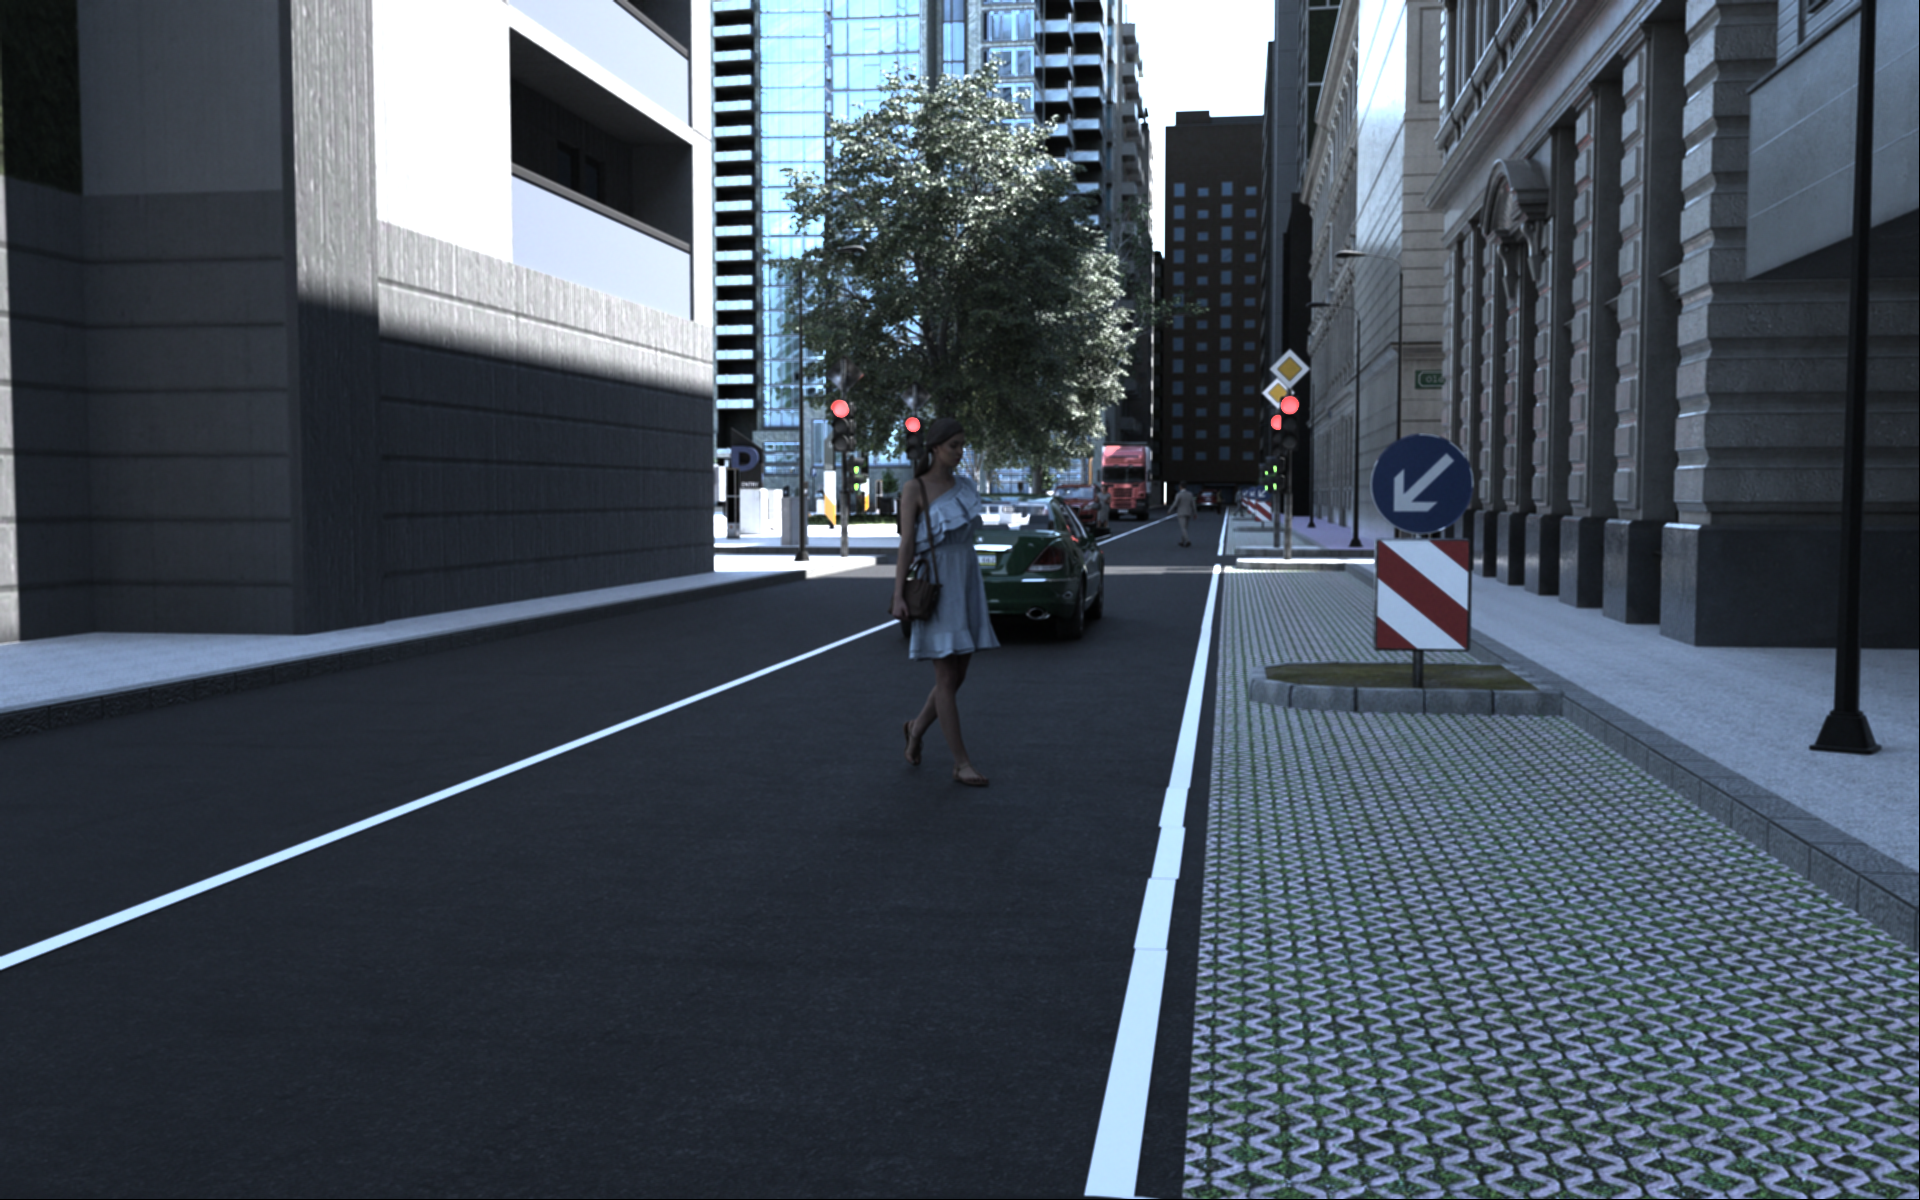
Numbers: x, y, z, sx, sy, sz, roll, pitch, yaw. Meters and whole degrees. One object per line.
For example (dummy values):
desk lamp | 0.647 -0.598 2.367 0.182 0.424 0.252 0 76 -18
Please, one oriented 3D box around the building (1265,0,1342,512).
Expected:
building | 33.530 -42.190 128.057 20.563 71.187 20.611 1 4 9

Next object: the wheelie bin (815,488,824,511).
wheelie bin | -6.920 -4.833 86.931 0.693 1.594 0.980 0 4 3

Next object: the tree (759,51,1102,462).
tree | -0.531 -8.740 49.554 9.857 13.997 8.962 0 3 0

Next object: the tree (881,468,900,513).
tree | -4.980 -7.531 117.727 1.663 3.219 1.824 0 3 0

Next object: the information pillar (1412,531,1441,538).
information pillar | 6.489 -1.198 24.077 0.304 2.012 0.304 3 5 45

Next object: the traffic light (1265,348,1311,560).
traffic light | 6.344 -2.729 33.533 0.839 4.253 0.868 1 4 9

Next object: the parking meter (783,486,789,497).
parking meter | -11.989 -6.956 119.434 0.399 1.863 0.255 1 4 15

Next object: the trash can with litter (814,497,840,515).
trash can with litter | -7.658 -5.369 98.840 2.233 1.210 1.678 1 4 17

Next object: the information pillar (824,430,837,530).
information pillar | -4.709 -4.367 62.750 0.504 3.616 0.183 3 5 39

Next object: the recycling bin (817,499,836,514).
recycling bin | -6.357 -4.274 82.438 0.722 1.027 0.722 -2 4 -27

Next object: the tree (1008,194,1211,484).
tree | 8.986 -15.484 109.052 12.611 20.169 13.585 0 3 0

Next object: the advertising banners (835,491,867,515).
advertising banners | -5.110 -4.967 77.403 2.074 3.025 0.090 1 4 23

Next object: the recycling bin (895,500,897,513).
recycling bin | -3.284 -5.138 96.554 0.722 1.027 0.722 0 4 -2

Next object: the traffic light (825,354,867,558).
traffic light | -2.315 -2.810 34.862 0.839 4.253 0.868 1 4 9

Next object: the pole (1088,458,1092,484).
pole | 7.119 -6.165 94.641 0.158 3.312 0.155 0 3 0

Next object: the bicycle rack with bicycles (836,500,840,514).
bicycle rack with bicycles | -7.666 -5.933 110.384 2.925 0.926 2.852 2 4 30

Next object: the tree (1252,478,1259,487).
tree | 33.271 -12.081 192.126 1.663 3.219 1.824 0 3 0

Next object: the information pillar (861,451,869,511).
information pillar | -5.038 -6.111 91.270 0.504 3.616 0.183 -3 5 -41

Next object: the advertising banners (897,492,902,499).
advertising banners | -3.198 -7.310 115.709 2.074 3.025 0.090 -1 4 -13

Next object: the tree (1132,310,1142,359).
tree | 3.482 -10.590 79.802 9.857 13.997 8.962 0 3 0

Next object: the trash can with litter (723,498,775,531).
trash can with litter | -7.410 -3.059 61.072 2.233 1.210 1.678 -2 4 -32

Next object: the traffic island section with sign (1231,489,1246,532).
traffic island section with sign | 11.440 -3.512 66.056 1.989 1.847 2.006 1 4 9

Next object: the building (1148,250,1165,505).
building | 17.470 -26.650 207.420 14.107 30.474 14.160 1 4 9

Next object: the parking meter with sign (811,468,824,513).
parking meter with sign | -9.152 -7.354 116.496 1.738 3.016 0.543 2 4 28

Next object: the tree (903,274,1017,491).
tree | 0.379 -6.538 57.257 4.737 8.622 4.395 0 3 0

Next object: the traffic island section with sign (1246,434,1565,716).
traffic island section with sign | 3.048 -0.217 12.174 1.989 1.847 2.006 1 4 9

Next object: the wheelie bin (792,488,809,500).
wheelie bin | -8.379 -5.091 91.151 0.980 1.594 0.693 1 4 11

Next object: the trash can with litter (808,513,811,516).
trash can with litter | -8.815 -5.146 95.528 0.624 1.170 1.055 -2 4 -26

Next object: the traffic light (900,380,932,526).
traffic light | -1.085 -3.292 42.752 0.839 4.253 0.868 1 4 9

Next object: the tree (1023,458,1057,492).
tree | 4.244 -5.770 88.939 1.663 3.219 1.824 0 3 0

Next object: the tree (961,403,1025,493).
tree | 1.793 -8.944 96.593 4.360 8.622 3.978 0 3 0

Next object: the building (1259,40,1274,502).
building | 41.849 -33.860 177.316 21.300 48.544 21.600 1 4 9

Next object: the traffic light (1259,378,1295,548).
traffic light | 7.574 -3.211 41.423 0.839 4.253 0.868 1 4 9

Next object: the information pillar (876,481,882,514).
information pillar | -4.383 -5.463 93.811 0.304 2.012 0.304 0 4 7

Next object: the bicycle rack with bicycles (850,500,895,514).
bicycle rack with bicycles | -4.985 -5.468 102.790 2.925 0.926 2.852 1 4 11

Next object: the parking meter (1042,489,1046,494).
parking meter | 3.848 -4.432 80.873 0.372 1.533 0.369 0 3 0

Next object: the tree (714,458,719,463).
tree | -14.495 -6.615 91.869 4.285 4.588 4.351 0 3 0

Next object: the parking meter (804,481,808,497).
parking meter | -6.964 -4.367 77.115 0.255 1.863 0.399 3 5 42

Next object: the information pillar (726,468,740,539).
information pillar | -6.518 -2.768 49.744 0.304 2.012 0.304 1 4 16

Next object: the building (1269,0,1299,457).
building | 38.123 -37.335 152.431 21.231 58.520 28.212 1 4 9

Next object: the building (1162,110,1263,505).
building | 31.459 -33.927 204.819 14.200 45.320 14.600 1 4 9

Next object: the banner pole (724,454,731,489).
banner pole | -14.521 -7.255 108.639 0.863 3.779 0.401 3 5 43
